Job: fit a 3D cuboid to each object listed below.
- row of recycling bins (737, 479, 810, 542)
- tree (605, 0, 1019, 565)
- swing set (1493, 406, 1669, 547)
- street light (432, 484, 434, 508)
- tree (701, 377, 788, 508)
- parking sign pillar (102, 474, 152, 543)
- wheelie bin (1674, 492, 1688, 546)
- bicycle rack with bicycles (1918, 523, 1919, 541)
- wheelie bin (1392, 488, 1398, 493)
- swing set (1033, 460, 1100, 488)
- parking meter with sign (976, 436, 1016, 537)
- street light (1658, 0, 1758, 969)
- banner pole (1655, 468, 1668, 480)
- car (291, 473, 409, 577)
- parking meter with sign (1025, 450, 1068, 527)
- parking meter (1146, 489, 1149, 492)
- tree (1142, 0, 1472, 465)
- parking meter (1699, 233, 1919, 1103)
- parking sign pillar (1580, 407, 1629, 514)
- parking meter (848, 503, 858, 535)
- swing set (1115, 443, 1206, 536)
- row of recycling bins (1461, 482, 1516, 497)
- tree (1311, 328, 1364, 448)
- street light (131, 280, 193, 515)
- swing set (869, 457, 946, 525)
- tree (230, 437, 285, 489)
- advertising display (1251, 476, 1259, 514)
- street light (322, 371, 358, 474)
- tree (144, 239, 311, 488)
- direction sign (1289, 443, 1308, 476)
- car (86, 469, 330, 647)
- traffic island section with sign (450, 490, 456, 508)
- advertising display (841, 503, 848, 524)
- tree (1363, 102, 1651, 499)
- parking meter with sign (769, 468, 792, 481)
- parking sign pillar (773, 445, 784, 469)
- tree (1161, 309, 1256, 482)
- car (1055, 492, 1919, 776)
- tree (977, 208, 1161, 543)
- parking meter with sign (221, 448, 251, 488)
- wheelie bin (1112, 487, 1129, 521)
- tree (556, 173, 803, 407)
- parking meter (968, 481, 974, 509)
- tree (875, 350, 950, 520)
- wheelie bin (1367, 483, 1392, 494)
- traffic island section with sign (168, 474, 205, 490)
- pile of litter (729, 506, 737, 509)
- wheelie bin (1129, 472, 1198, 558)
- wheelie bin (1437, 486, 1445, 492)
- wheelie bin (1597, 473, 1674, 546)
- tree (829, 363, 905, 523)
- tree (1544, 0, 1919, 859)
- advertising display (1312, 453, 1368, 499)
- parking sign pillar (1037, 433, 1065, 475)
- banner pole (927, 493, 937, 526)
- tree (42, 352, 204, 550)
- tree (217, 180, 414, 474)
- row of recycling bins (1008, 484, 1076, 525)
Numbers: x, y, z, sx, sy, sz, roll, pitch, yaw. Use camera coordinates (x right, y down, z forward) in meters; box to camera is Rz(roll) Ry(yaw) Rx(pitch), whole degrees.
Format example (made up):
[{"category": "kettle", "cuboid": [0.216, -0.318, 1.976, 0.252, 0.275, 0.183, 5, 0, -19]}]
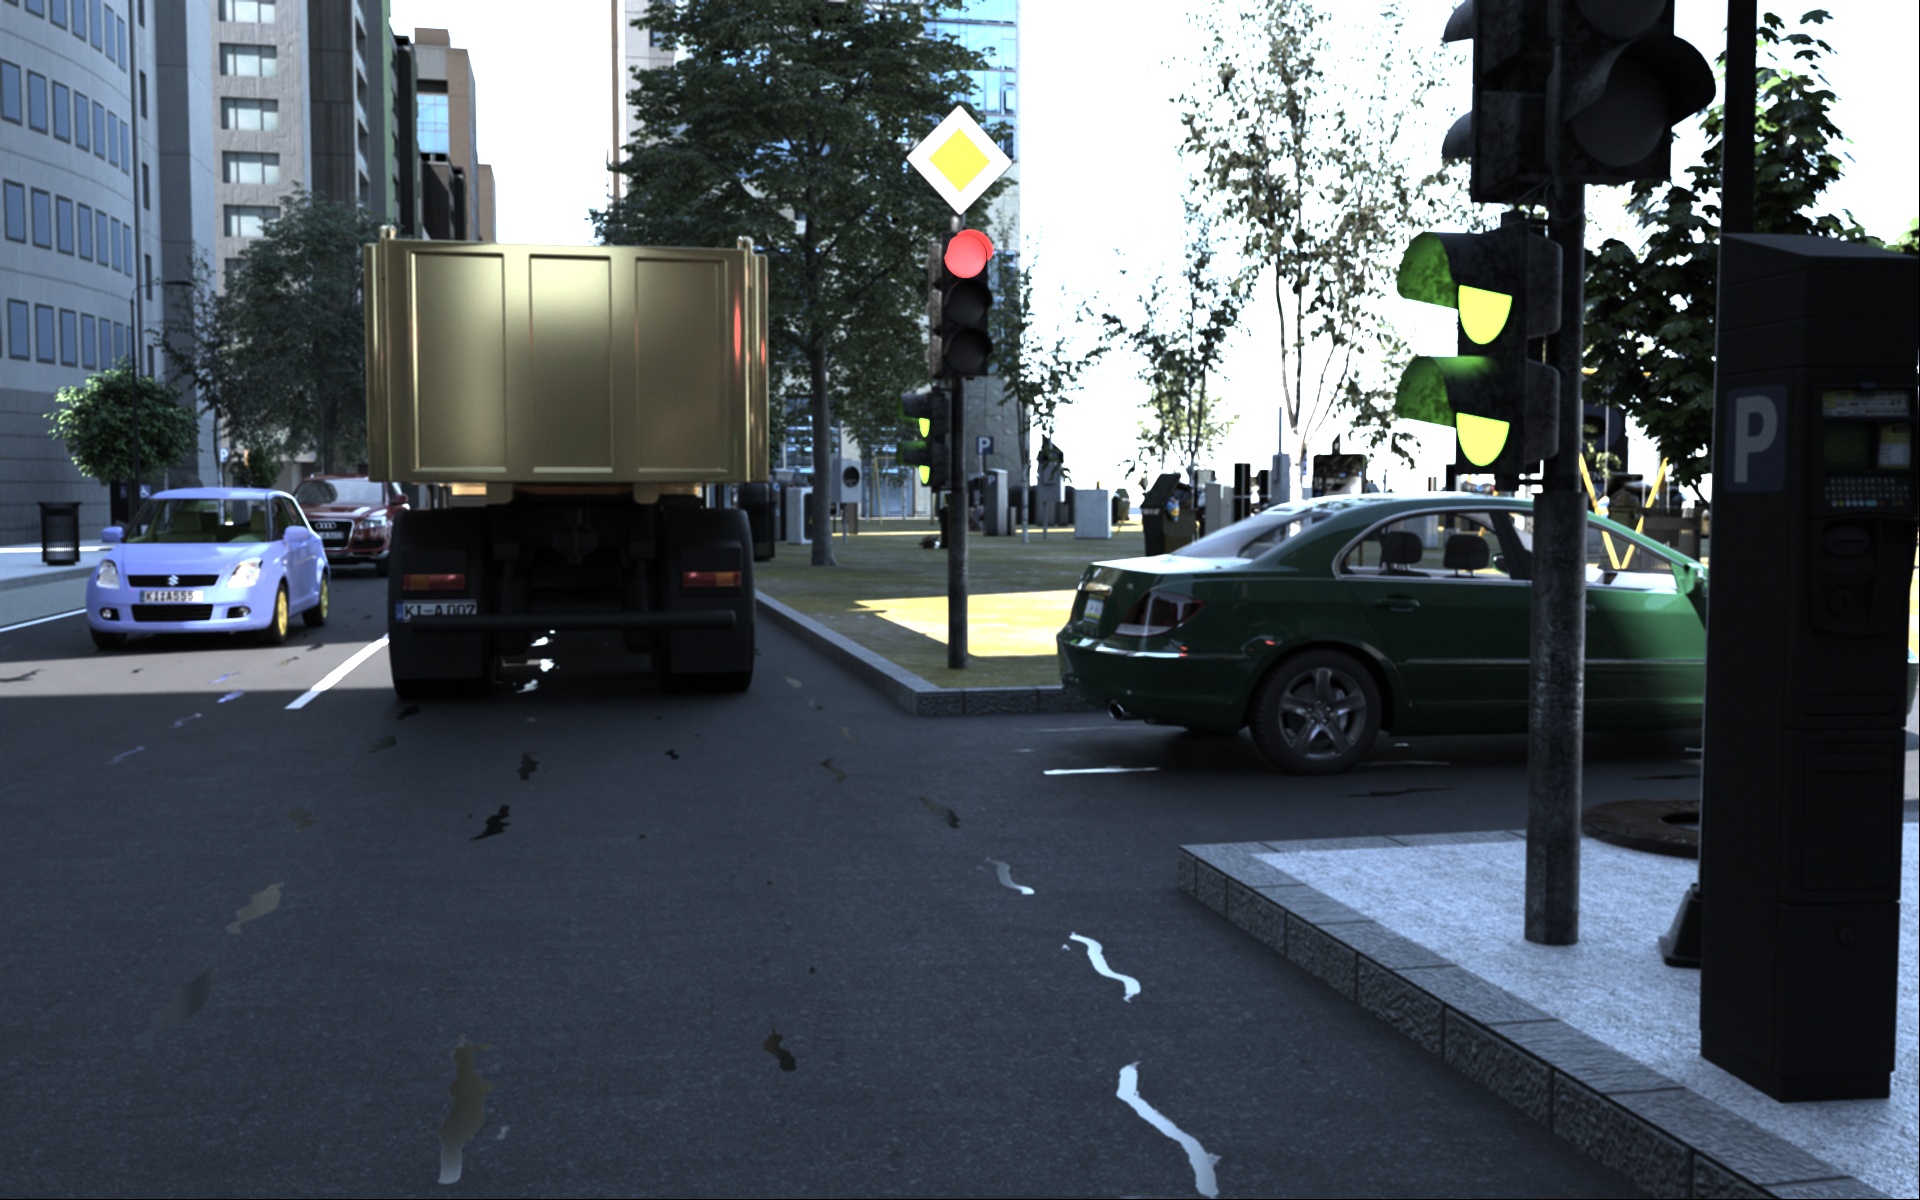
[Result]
[{"category": "row of recycling bins", "cuboid": [-5.118, -2.471, 47.510, 1.069, 1.692, 3.534, 1, 4, 20]}, {"category": "tree", "cuboid": [-2.640, -6.876, 30.543, 7.486, 12.596, 7.792, 0, 3, 0]}, {"category": "swing set", "cuboid": [8.384, -1.495, 22.066, 3.119, 2.851, 2.862, -2, 4, -26]}, {"category": "street light", "cuboid": [-33.663, -8.554, 112.400, 1.470, 5.913, 1.316, -1, 4, -12]}, {"category": "tree", "cuboid": [-5.445, -3.438, 39.931, 4.285, 4.588, 4.351, 0, 3, 0]}, {"category": "parking sign pillar", "cuboid": [-22.065, -3.521, 46.039, 1.447, 3.967, 1.447, 2, 4, 34]}, {"category": "wheelie bin", "cuboid": [17.390, -2.120, 42.577, 0.980, 1.594, 0.693, 0, 4, 2]}, {"category": "bicycle rack with bicycles", "cuboid": [24.369, -1.964, 45.498, 2.925, 0.926, 2.852, 2, 4, 25]}, {"category": "wheelie bin", "cuboid": [21.504, -4.803, 86.442, 0.693, 1.594, 0.980, 2, 4, 32]}, {"category": "swing set", "cuboid": [5.072, -5.091, 80.852, 3.119, 2.851, 2.862, 2, 4, 29]}, {"category": "parking meter with sign", "cuboid": [1.147, -3.469, 52.982, 0.543, 3.016, 1.738, 2, 4, 29]}, {"category": "street light", "cuboid": [1.562, -1.955, 4.502, 1.470, 5.913, 1.316, -1, 4, -12]}, {"category": "banner pole", "cuboid": [25.660, -4.474, 63.165, 0.863, 3.779, 0.401, -2, 4, -24]}, {"category": "car", "cuboid": [-11.152, -1.395, 31.487, 2.281, 1.827, 5.304, -1, 4, -12]}, {"category": "parking meter with sign", "cuboid": [3.400, -4.425, 68.604, 1.738, 3.016, 0.543, -1, 4, -9]}, {"category": "parking meter", "cuboid": [10.106, -5.128, 92.257, 0.372, 1.533, 0.369, 0, 3, 0]}, {"category": "tree", "cuboid": [3.982, -4.220, 19.365, 4.360, 8.622, 3.978, 0, 3, 0]}, {"category": "parking meter", "cuboid": [1.833, 0.120, 3.748, 0.255, 1.863, 0.399, 0, 4, -7]}, {"category": "parking sign pillar", "cuboid": [13.737, -2.997, 37.478, 1.447, 3.967, 1.447, 1, 4, 11]}, {"category": "parking meter", "cuboid": [-3.392, -3.010, 54.920, 0.255, 1.863, 0.399, 0, 4, 7]}, {"category": "swing set", "cuboid": [6.655, -3.433, 53.757, 2.862, 2.851, 3.119, 2, 4, 28]}, {"category": "row of recycling bins", "cuboid": [17.882, -3.216, 59.691, 3.534, 1.692, 1.069, -3, 4, -39]}, {"category": "tree", "cuboid": [14.129, -6.582, 57.980, 4.737, 8.622, 4.395, 0, 3, 0]}, {"category": "street light", "cuboid": [-17.319, -3.979, 37.601, 1.470, 5.913, 1.316, -1, 4, -12]}, {"category": "swing set", "cuboid": [-2.361, -4.694, 74.363, 3.119, 2.851, 2.862, -1, 4, -13]}, {"category": "tree", "cuboid": [-23.345, -3.842, 57.414, 1.663, 3.219, 1.824, 0, 3, 0]}, {"category": "advertising display", "cuboid": [10.632, -3.442, 61.492, 0.123, 1.923, 0.974, -3, 5, -42]}, {"category": "street light", "cuboid": [-23.342, -5.667, 65.190, 1.470, 5.913, 1.316, -1, 4, -12]}, {"category": "tree", "cuboid": [-21.621, -6.158, 51.049, 4.360, 8.622, 3.978, 0, 3, 0]}, {"category": "direction sign", "cuboid": [14.936, -5.167, 76.484, 0.876, 3.537, 0.379, 3, 4, 36]}, {"category": "car", "cuboid": [-7.488, -0.480, 17.445, 1.945, 1.707, 3.694, -1, 4, -11]}, {"category": "traffic island section with sign", "cuboid": [-30.919, -5.983, 106.445, 1.989, 1.847, 2.006, -1, 4, -12]}, {"category": "advertising display", "cuboid": [-4.803, -4.217, 74.155, 0.123, 1.923, 0.974, -3, 4, -37]}, {"category": "tree", "cuboid": [10.139, -4.885, 30.230, 4.737, 8.622, 4.395, 0, 3, 0]}, {"category": "parking meter with sign", "cuboid": [-5.320, -3.362, 51.233, 0.543, 3.016, 1.738, 3, 5, 43]}, {"category": "parking sign pillar", "cuboid": [-6.303, -4.245, 57.879, 1.447, 3.967, 1.447, 1, 4, 14]}, {"category": "tree", "cuboid": [8.729, -7.203, 68.124, 4.737, 8.622, 4.395, 0, 3, 0]}, {"category": "car", "cuboid": [3.008, 0.116, 9.900, 4.920, 1.459, 2.131, -1, 4, -11]}, {"category": "tree", "cuboid": [1.904, -5.790, 45.035, 4.737, 8.622, 4.395, 0, 3, 0]}, {"category": "parking meter with sign", "cuboid": [-27.042, -4.221, 65.269, 1.738, 3.016, 0.543, 1, 4, 16]}, {"category": "wheelie bin", "cuboid": [7.602, -4.530, 81.980, 0.980, 1.594, 0.693, -3, 4, -37]}, {"category": "tree", "cuboid": [-10.772, -9.699, 65.234, 9.857, 13.997, 8.962, 0, 3, 0]}, {"category": "parking meter", "cuboid": [0.482, -4.270, 75.522, 0.255, 1.863, 0.399, 0, 4, -3]}, {"category": "tree", "cuboid": [-2.575, -8.331, 86.572, 4.360, 8.622, 3.978, 0, 3, 0]}, {"category": "wheelie bin", "cuboid": [11.313, -2.444, 47.870, 0.693, 1.594, 0.980, 3, 5, 43]}, {"category": "traffic island section with sign", "cuboid": [-14.699, -1.480, 32.825, 1.989, 1.847, 2.006, -1, 4, -12]}, {"category": "pile of litter", "cuboid": [-8.154, -3.068, 64.119, 1.176, 0.858, 1.719, 2, 4, 30]}, {"category": "wheelie bin", "cuboid": [3.071, -1.074, 25.472, 0.693, 1.594, 0.980, -1, 4, -23]}, {"category": "wheelie bin", "cuboid": [18.914, -3.642, 67.461, 0.980, 1.594, 0.693, -3, 4, -38]}, {"category": "wheelie bin", "cuboid": [10.029, -1.105, 25.983, 0.980, 1.594, 0.693, -2, 4, -27]}, {"category": "tree", "cuboid": [-4.116, -7.782, 77.605, 4.737, 8.622, 4.395, 0, 3, 0]}, {"category": "tree", "cuboid": [2.926, -0.714, 6.280, 1.663, 3.219, 1.824, 0, 3, 0]}, {"category": "advertising display", "cuboid": [6.010, -1.361, 27.463, 0.123, 1.923, 0.974, -3, 5, -41]}, {"category": "parking sign pillar", "cuboid": [3.980, -5.353, 75.994, 1.447, 3.967, 1.447, -3, 5, -43]}, {"category": "banner pole", "cuboid": [-1.109, -4.896, 70.063, 0.401, 3.779, 0.863, -1, 4, -9]}, {"category": "tree", "cuboid": [-19.358, -3.451, 40.143, 4.285, 4.588, 4.351, 0, 3, 0]}, {"category": "tree", "cuboid": [-26.412, -10.130, 72.278, 9.857, 13.997, 8.962, 0, 3, 0]}, {"category": "row of recycling bins", "cuboid": [3.559, -4.070, 73.655, 3.534, 1.692, 1.069, -3, 4, -37]}]
